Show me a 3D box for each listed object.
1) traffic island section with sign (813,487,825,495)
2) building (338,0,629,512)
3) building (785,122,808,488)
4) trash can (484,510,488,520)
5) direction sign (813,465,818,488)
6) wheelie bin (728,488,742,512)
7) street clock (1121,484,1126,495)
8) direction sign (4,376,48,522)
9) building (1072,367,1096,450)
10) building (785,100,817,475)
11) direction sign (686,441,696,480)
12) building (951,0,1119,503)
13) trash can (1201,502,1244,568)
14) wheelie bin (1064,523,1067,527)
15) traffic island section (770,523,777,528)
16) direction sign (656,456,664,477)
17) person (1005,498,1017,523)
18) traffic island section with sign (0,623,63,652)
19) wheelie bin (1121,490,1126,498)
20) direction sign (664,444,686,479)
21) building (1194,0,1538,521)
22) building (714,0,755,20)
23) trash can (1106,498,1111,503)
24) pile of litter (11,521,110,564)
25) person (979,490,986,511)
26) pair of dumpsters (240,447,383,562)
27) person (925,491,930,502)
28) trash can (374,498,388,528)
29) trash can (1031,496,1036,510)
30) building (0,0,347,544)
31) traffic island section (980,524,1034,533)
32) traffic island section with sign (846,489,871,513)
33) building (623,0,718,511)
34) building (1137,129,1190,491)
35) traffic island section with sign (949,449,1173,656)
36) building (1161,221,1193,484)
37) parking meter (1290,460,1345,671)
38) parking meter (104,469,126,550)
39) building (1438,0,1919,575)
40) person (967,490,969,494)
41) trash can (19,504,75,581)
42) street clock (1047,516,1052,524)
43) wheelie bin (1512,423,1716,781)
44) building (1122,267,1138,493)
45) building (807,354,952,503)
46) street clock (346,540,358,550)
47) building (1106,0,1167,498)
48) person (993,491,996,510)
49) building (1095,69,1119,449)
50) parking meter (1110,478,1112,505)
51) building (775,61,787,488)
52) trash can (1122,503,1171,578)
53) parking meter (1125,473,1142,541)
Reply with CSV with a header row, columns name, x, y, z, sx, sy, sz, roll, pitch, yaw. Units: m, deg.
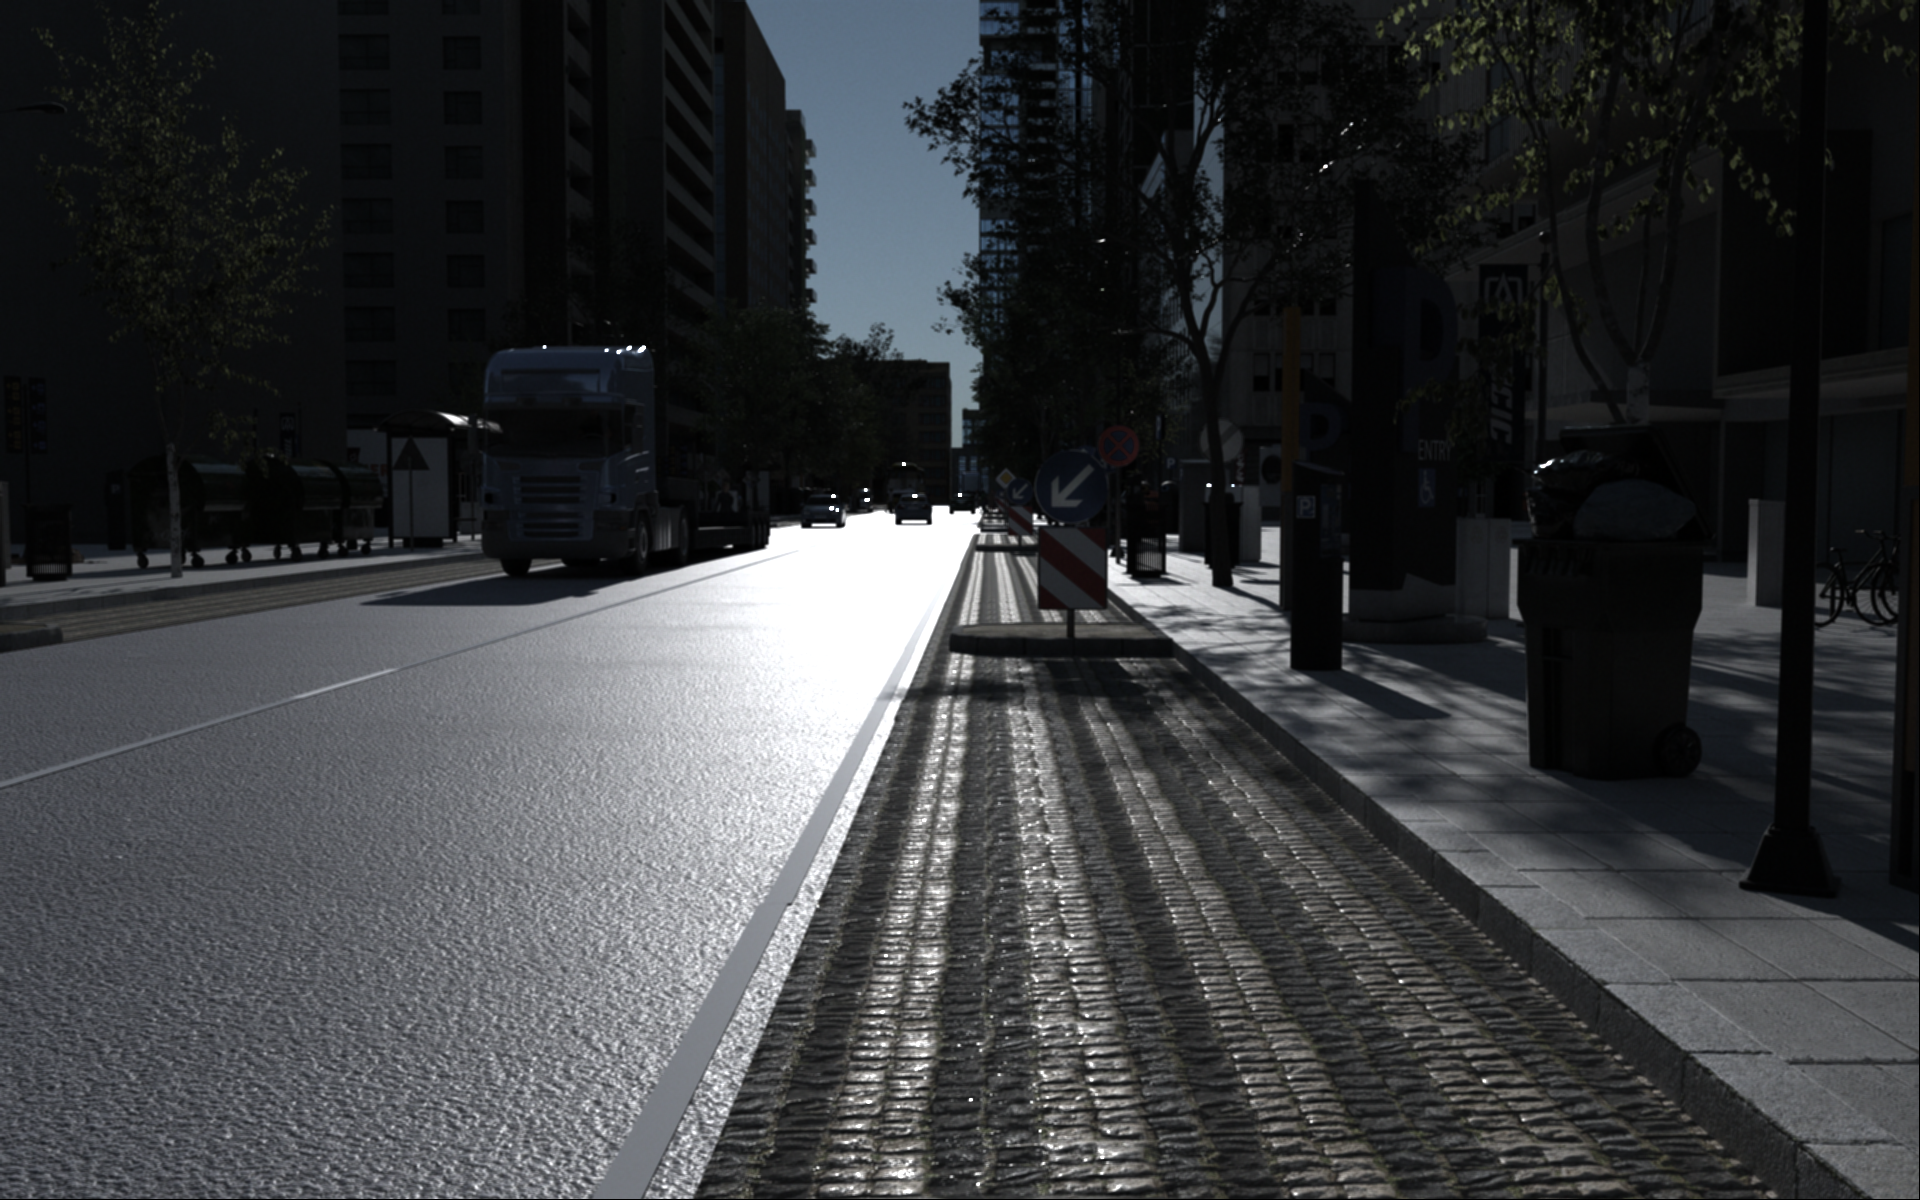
name,x,y,z,sx,sy,sz,roll,pitch,yaw
traffic island section with sign,-8.132,-5.602,100.214,1.989,1.847,2.006,0,4,1
building,-25.296,-19.350,88.075,14.160,30.474,14.107,0,4,1
building,-24.104,-30.669,185.026,14.154,41.232,14.086,0,4,1
trash can,-13.105,-2.271,48.784,0.748,1.137,0.748,0,3,0
direction sign,-10.435,-8.141,125.099,0.379,3.537,0.876,-2,4,-31
wheelie bin,-11.678,-4.962,89.038,0.980,1.594,0.693,0,4,4
street clock,11.989,-7.495,127.108,0.358,2.002,0.471,-3,5,-44
direction sign,-18.065,-2.542,33.555,0.379,3.537,0.876,2,4,23
building,27.585,-21.827,201.905,27.650,21.520,28.899,0,4,1
building,-32.660,-35.835,205.516,30.456,49.044,23.786,0,4,1
direction sign,-11.384,-5.030,74.241,0.379,3.537,0.876,0,4,-3
building,14.482,-57.273,249.076,31.000,86.520,22.319,0,4,1
trash can,4.558,-1.128,30.096,0.748,1.137,0.748,0,3,0
wheelie bin,4.162,-3.370,63.002,0.980,1.594,0.693,2,4,31
traffic island section,-8.924,-3.163,73.995,2.009,0.180,2.903,0,4,1
direction sign,-17.823,-6.833,103.720,0.876,3.537,0.379,-3,5,-44
person,2.545,-4.609,84.205,0.721,1.781,0.623,-3,5,-42
traffic island section with sign,-9.627,-0.461,16.162,1.989,1.847,2.006,0,4,1
wheelie bin,11.997,-7.162,125.005,0.693,1.594,0.980,0,4,-8
direction sign,-12.667,-5.248,77.797,0.876,3.537,0.379,0,4,5
building,22.304,-16.431,86.675,19.932,24.808,12.078,0,4,1
building,-25.073,-30.946,156.070,14.600,45.320,14.200,0,4,1
trash can,4.808,-2.930,59.567,0.748,1.137,0.748,0,3,0
pile of litter,-16.800,-1.108,32.080,1.719,0.858,1.176,0,4,4
person,1.926,-8.227,143.259,0.600,1.795,0.529,-2,4,-31
pair of dumpsters,-13.023,-1.965,34.618,1.574,2.255,4.437,0,4,1
person,-3.379,-10.553,181.496,0.683,1.767,0.568,0,4,-3
trash can,-22.115,-3.333,66.152,0.748,1.137,0.748,0,3,0
trash can,6.127,-7.952,141.669,0.748,1.137,0.748,0,3,0
building,-31.988,-15.725,50.614,24.014,27.812,14.314,0,4,1
traffic island section,1.775,-2.663,65.816,2.009,0.180,2.903,0,4,1
traffic island section with sign,-7.648,-7.312,128.172,1.989,1.847,2.006,0,4,1
building,-29.436,-30.441,121.407,21.300,48.544,21.600,0,4,1
building,19.420,-18.623,122.500,12.078,24.808,19.932,0,4,1
traffic island section with sign,0.903,-0.463,16.202,1.989,1.847,2.006,0,4,1
building,18.094,-15.228,103.735,10.420,20.320,16.860,0,4,1
parking meter,2.620,-0.262,12.699,0.372,1.533,0.369,0,3,0
parking meter,-19.360,-2.077,39.665,0.399,1.863,0.255,-2,4,-34
building,25.338,-26.950,29.872,28.713,52.752,27.495,0,4,1
person,0.852,-10.201,175.271,0.705,1.826,1.348,-2,4,-30
trash can,-13.517,-0.858,25.686,0.748,1.137,0.748,0,3,0
street clock,3.814,-4.215,73.486,0.358,2.002,0.471,1,4,12
wheelie bin,2.992,-0.004,7.976,0.693,1.594,0.980,-1,4,-21
building,19.951,-19.013,140.540,12.332,23.373,15.834,0,4,1
building,-15.989,-25.084,255.154,28.899,21.520,27.650,0,4,1
street clock,-13.971,-2.151,39.733,0.471,2.002,0.358,-3,5,-43
building,23.506,-44.188,160.718,20.563,71.187,20.611,0,4,1
person,3.119,-9.001,156.602,0.436,1.711,0.756,0,4,7
building,21.464,-32.383,179.572,14.600,45.320,14.200,0,4,1
parking meter,5.209,-3.425,61.710,0.399,1.863,0.255,0,4,5
building,-24.822,-31.834,170.598,14.600,45.320,14.200,0,4,1
trash can,2.873,-0.920,26.688,0.748,1.137,0.748,0,3,0
parking meter,4.708,-2.521,46.934,0.399,1.863,0.255,-2,4,-29
